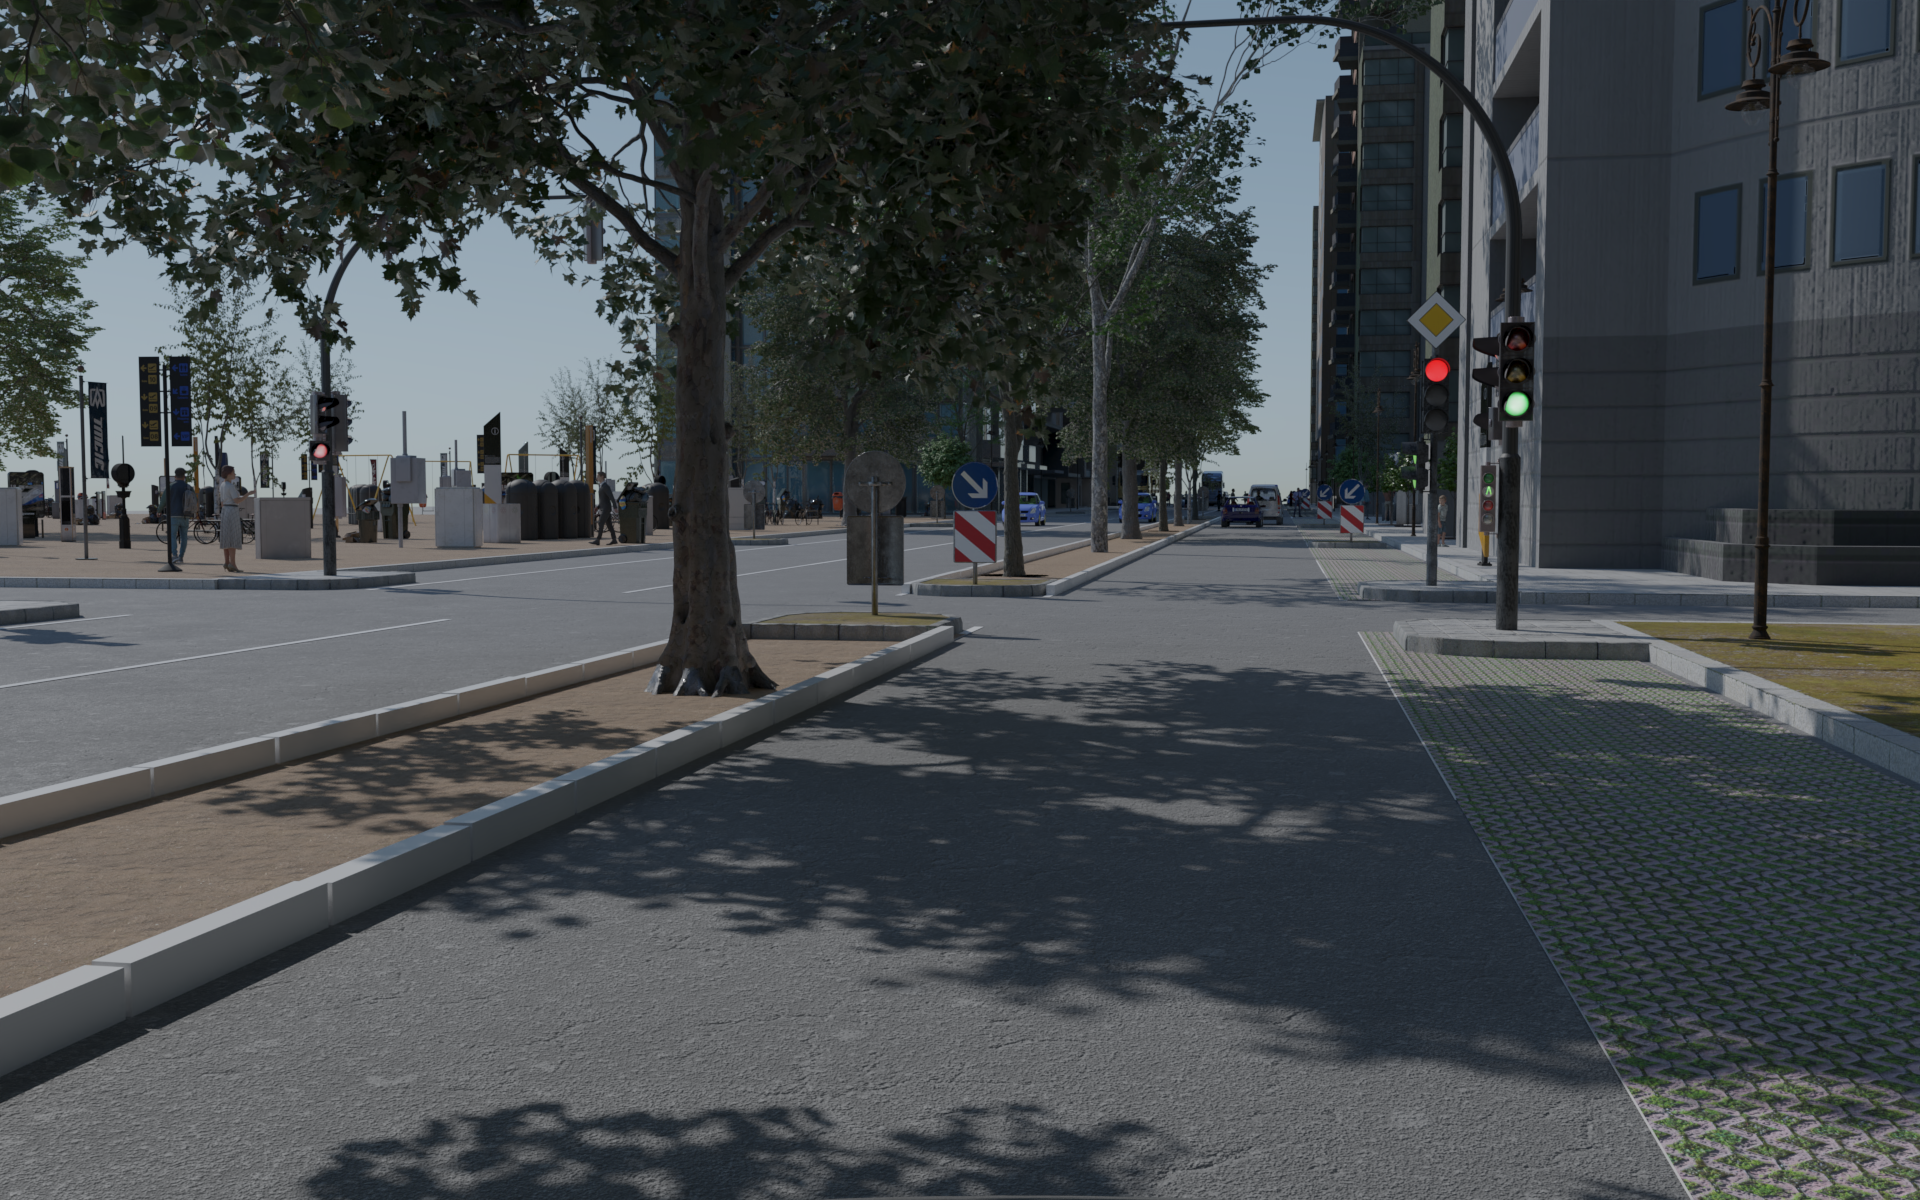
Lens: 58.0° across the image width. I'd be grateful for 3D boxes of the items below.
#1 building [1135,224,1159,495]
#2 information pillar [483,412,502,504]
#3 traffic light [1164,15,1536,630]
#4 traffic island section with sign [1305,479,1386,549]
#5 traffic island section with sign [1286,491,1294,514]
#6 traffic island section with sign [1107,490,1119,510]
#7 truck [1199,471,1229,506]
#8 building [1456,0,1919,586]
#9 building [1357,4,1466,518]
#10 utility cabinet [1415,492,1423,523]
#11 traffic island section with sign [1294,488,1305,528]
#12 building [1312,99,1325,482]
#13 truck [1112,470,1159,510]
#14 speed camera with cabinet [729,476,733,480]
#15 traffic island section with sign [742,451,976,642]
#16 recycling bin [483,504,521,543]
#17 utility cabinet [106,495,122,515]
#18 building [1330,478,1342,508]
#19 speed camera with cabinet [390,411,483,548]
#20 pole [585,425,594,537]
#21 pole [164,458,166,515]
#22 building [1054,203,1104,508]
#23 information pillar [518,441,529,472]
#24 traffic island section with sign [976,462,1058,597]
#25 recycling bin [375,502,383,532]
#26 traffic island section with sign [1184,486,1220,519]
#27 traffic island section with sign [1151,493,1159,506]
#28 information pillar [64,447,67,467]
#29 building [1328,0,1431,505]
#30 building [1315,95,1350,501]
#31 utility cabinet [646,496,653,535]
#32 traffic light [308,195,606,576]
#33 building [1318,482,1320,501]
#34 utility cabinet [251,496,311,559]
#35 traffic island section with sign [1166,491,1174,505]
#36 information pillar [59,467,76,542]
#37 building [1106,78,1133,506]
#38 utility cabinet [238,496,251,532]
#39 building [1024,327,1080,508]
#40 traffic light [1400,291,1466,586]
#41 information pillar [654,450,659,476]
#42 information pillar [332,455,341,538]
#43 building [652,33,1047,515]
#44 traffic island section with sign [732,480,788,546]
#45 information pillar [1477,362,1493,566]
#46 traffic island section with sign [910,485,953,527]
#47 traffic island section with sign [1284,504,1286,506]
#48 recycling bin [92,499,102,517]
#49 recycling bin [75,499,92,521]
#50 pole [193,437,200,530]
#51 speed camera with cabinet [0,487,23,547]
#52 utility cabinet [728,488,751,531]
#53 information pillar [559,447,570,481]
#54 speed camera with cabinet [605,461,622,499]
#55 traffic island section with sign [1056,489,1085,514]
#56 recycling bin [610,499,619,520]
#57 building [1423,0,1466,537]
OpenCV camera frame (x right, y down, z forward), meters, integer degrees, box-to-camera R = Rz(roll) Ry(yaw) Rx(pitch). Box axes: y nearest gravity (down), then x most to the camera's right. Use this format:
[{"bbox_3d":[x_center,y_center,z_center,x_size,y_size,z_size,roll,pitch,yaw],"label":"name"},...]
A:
[{"bbox_3d":[21.439,-36.719,250.458,14.600,45.320,14.200,1,4,10],"label":"building"},{"bbox_3d":[-13.282,-3.544,49.297,0.504,3.616,0.183,0,4,-3],"label":"information pillar"},{"bbox_3d":[3.076,-2.560,16.529,4.771,5.953,1.251,1,4,10],"label":"traffic light"},{"bbox_3d":[10.321,-2.301,46.250,1.989,1.847,2.006,1,4,10],"label":"traffic island section with sign"},{"bbox_3d":[24.206,-6.937,122.040,1.989,1.847,2.006,1,4,10],"label":"traffic island section with sign"},{"bbox_3d":[12.946,-8.783,152.228,1.989,1.847,2.006,1,4,10],"label":"traffic island section with sign"},{"bbox_3d":[30.719,-13.335,207.779,2.967,4.110,18.799,1,4,12],"label":"truck"},{"bbox_3d":[24.556,-29.846,29.976,28.212,58.520,21.231,1,4,10],"label":"building"},{"bbox_3d":[32.627,-20.786,111.557,14.160,30.474,14.107,1,4,10],"label":"building"},{"bbox_3d":[20.204,-4.182,77.051,0.318,1.500,1.173,-1,4,-16],"label":"utility cabinet"},{"bbox_3d":[15.185,-3.923,72.764,1.989,1.847,2.006,1,4,10],"label":"traffic island section with sign"},{"bbox_3d":[60.130,-38.805,223.698,28.713,52.752,27.495,1,4,10],"label":"building"},{"bbox_3d":[14.661,-8.958,142.387,3.469,3.379,9.791,1,4,12],"label":"truck"},{"bbox_3d":[-11.626,-5.288,80.788,2.038,3.252,0.660,-2,4,-29],"label":"speed camera with cabinet"},{"bbox_3d":[-1.016,-0.590,17.776,2.006,1.907,1.989,1,4,10],"label":"traffic island section with sign"},{"bbox_3d":[-12.021,-2.011,45.440,0.722,1.027,0.722,3,5,42],"label":"recycling bin"},{"bbox_3d":[-52.546,-5.903,107.679,0.306,1.237,1.020,1,4,21],"label":"utility cabinet"},{"bbox_3d":[50.490,-28.460,157.209,32.217,40.220,23.993,1,4,10],"label":"building"},{"bbox_3d":[-12.520,-2.880,41.427,2.038,3.252,0.660,0,4,4],"label":"speed camera with cabinet"},{"bbox_3d":[-10.972,-3.516,51.326,0.158,3.312,0.155,0,3,0],"label":"pole"},{"bbox_3d":[-44.975,-6.380,98.158,0.158,3.312,0.155,0,3,0],"label":"pole"},{"bbox_3d":[6.377,-29.568,167.034,14.154,41.232,14.086,1,4,10],"label":"building"},{"bbox_3d":[-19.381,-5.238,76.997,0.183,3.616,0.504,3,5,43],"label":"information pillar"},{"bbox_3d":[0.328,-1.035,25.060,2.006,1.907,1.989,1,4,10],"label":"traffic island section with sign"},{"bbox_3d":[-19.451,-2.813,58.542,0.722,1.027,0.722,3,5,39],"label":"recycling bin"},{"bbox_3d":[13.854,-5.556,98.976,2.006,1.907,1.989,1,4,10],"label":"traffic island section with sign"},{"bbox_3d":[22.766,-12.065,205.882,1.989,1.847,2.006,1,4,10],"label":"traffic island section with sign"},{"bbox_3d":[-40.657,-5.337,78.607,0.504,3.616,0.183,2,4,25],"label":"information pillar"},{"bbox_3d":[39.649,-29.175,131.643,22.147,44.769,28.867,1,4,10],"label":"building"},{"bbox_3d":[46.678,-33.016,189.923,14.600,45.320,14.200,1,4,10],"label":"building"},{"bbox_3d":[-10.097,-2.645,54.415,1.020,1.237,0.306,3,4,38],"label":"utility cabinet"},{"bbox_3d":[-7.829,-3.188,26.799,4.771,5.953,1.251,1,4,10],"label":"traffic light"},{"bbox_3d":[49.469,-26.454,204.228,14.160,30.474,14.107,1,4,10],"label":"building"},{"bbox_3d":[-13.493,-1.428,34.514,1.020,1.237,0.306,-3,5,-44],"label":"utility cabinet"},{"bbox_3d":[27.747,-13.726,233.040,1.989,1.847,2.006,1,4,10],"label":"traffic island section with sign"},{"bbox_3d":[-23.931,-2.566,46.442,0.304,2.012,0.304,-1,4,-10],"label":"information pillar"},{"bbox_3d":[8.119,-34.976,195.562,21.300,48.544,21.600,1,4,10],"label":"building"},{"bbox_3d":[-23.560,-2.786,56.720,0.306,1.237,1.020,2,4,25],"label":"utility cabinet"},{"bbox_3d":[-4.491,-34.124,147.159,28.713,52.752,27.495,1,4,10],"label":"building"},{"bbox_3d":[6.588,-2.155,24.148,0.839,4.253,0.868,1,4,10],"label":"traffic light"},{"bbox_3d":[-14.285,-5.518,81.580,0.183,3.616,0.504,-2,4,-31],"label":"information pillar"},{"bbox_3d":[-18.336,-3.632,50.731,0.183,3.616,0.504,0,4,-5],"label":"information pillar"},{"bbox_3d":[-6.926,-30.470,117.796,23.786,49.044,30.456,1,4,10],"label":"building"},{"bbox_3d":[-5.949,-2.472,49.042,1.989,1.847,2.006,1,4,10],"label":"traffic island section with sign"},{"bbox_3d":[9.389,-2.422,30.952,0.183,3.616,0.504,0,4,3],"label":"information pillar"},{"bbox_3d":[-1.038,-4.114,75.900,1.989,1.847,2.006,1,4,10],"label":"traffic island section with sign"},{"bbox_3d":[29.164,-8.591,149.090,1.989,1.847,2.006,1,4,10],"label":"traffic island section with sign"},{"bbox_3d":[-47.849,-5.103,95.992,0.722,1.027,0.722,3,5,40],"label":"recycling bin"},{"bbox_3d":[-41.597,-4.242,81.915,0.722,1.027,0.722,-2,4,-29],"label":"recycling bin"},{"bbox_3d":[-27.252,-4.157,61.806,0.158,3.312,0.155,0,3,0],"label":"pole"},{"bbox_3d":[-24.048,-2.926,42.170,2.038,3.252,0.660,-1,4,-19],"label":"speed camera with cabinet"},{"bbox_3d":[-7.880,-3.154,60.249,1.173,1.500,0.318,1,4,12],"label":"utility cabinet"},{"bbox_3d":[-19.501,-5.749,85.351,0.504,3.616,0.183,-1,4,-19],"label":"information pillar"},{"bbox_3d":[-20.499,-6.654,103.123,2.038,3.252,0.660,3,5,42],"label":"speed camera with cabinet"},{"bbox_3d":[8.038,-7.141,125.378,1.989,1.847,2.006,1,4,10],"label":"traffic island section with sign"},{"bbox_3d":[-17.143,-4.553,86.998,0.722,1.027,0.722,-1,4,-20],"label":"recycling bin"},{"bbox_3d":[22.471,-17.434,56.742,14.160,30.474,14.107,1,4,10],"label":"building"}]
